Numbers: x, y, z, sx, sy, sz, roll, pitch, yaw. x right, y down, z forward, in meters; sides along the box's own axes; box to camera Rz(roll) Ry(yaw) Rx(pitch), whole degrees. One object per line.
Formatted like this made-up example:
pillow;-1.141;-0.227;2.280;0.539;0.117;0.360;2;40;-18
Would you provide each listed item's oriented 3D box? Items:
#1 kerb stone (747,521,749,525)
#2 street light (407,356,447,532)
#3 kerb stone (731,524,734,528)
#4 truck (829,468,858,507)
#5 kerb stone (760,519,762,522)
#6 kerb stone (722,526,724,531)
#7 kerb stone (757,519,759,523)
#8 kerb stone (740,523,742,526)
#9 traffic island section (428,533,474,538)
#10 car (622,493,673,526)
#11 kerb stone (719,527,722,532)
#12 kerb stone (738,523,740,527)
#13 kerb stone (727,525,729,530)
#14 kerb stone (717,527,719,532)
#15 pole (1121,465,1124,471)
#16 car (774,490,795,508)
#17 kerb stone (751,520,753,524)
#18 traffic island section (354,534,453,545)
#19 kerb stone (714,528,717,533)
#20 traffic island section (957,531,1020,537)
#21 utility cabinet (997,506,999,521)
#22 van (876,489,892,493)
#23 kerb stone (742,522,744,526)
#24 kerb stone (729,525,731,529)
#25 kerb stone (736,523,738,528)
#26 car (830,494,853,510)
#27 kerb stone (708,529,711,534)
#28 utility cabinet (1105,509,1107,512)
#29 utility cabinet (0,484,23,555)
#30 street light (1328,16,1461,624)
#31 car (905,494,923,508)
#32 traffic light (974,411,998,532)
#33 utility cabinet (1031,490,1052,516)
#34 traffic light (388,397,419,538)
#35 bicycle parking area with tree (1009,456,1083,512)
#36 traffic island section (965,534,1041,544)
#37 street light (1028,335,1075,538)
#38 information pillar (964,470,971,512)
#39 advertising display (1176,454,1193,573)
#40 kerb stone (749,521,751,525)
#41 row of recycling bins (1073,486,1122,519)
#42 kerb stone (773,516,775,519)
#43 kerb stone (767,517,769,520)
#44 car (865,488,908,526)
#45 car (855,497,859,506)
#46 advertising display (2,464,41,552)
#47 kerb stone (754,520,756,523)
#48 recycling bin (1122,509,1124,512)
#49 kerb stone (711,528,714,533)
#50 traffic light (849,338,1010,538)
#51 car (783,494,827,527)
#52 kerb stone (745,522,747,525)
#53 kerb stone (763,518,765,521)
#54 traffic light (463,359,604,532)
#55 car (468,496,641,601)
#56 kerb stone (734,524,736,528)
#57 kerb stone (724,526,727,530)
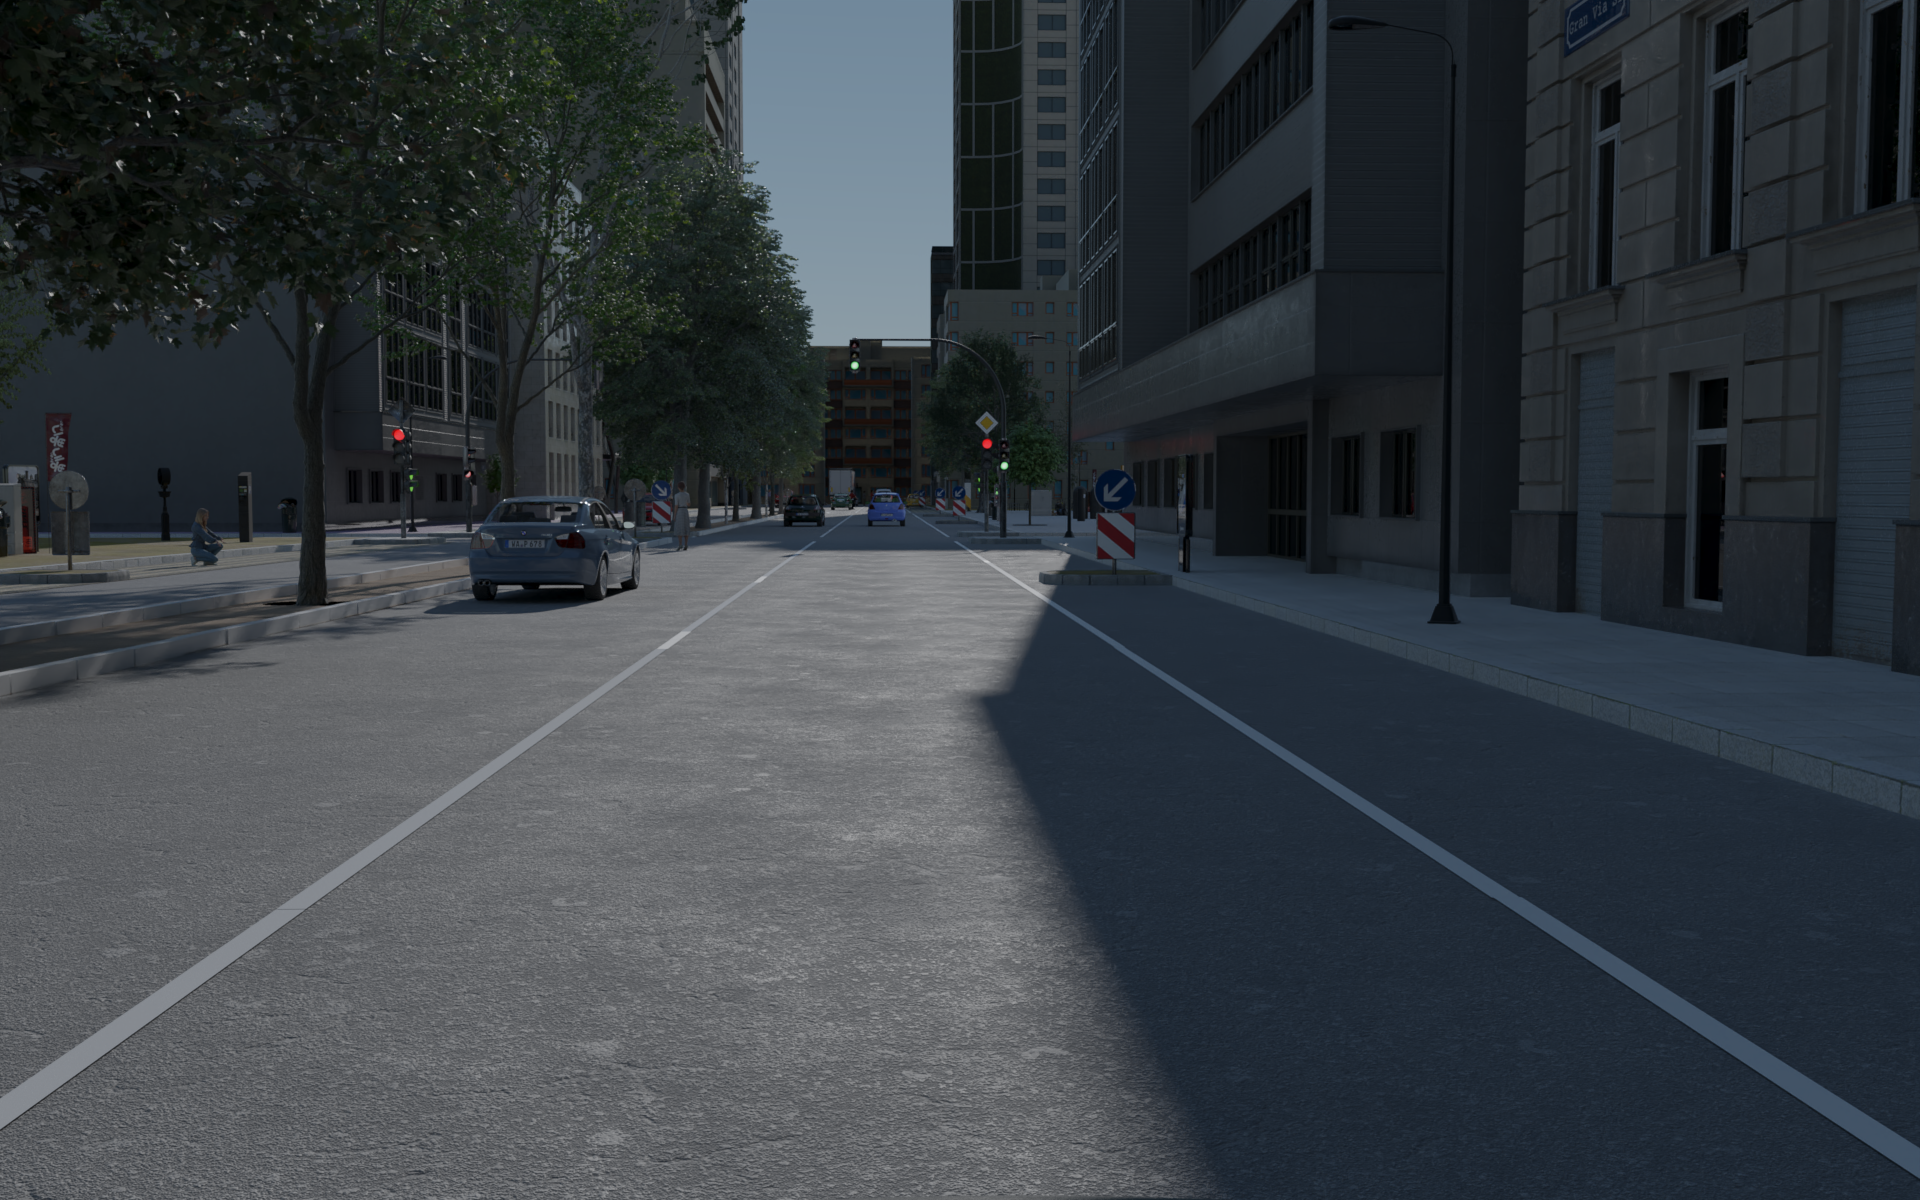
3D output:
kerb stone;-9.842;-3.471;78.996;0.120;0.150;1.000;0;4;-3
street light;-17.931;-5.244;58.288;1.470;5.913;1.316;0;4;-3
kerb stone;-9.464;-2.974;70.816;0.120;0.150;1.000;0;4;-3
truck;-13.087;-12.558;194.241;2.839;4.237;11.283;0;4;-1
kerb stone;-10.200;-3.975;87.183;0.120;0.150;1.000;0;4;-3
kerb stone;-9.283;-2.723;66.715;0.120;0.150;1.000;0;4;-3
kerb stone;-10.117;-3.844;85.135;0.120;0.150;1.000;0;4;-3
kerb stone;-9.649;-3.224;74.905;0.120;0.150;1.000;0;4;-3
traffic island section;-16.497;-2.195;58.161;2.009;0.180;2.903;0;4;-3
car;-14.345;-4.318;79.642;2.155;1.783;4.494;0;4;-1
kerb stone;-9.234;-2.660;65.694;0.120;0.150;1.000;0;4;-3
kerb stone;-9.604;-3.161;73.883;0.120;0.150;1.000;0;4;-3
kerb stone;-9.369;-2.849;68.769;0.120;0.150;1.000;0;4;-3
kerb stone;-9.186;-2.598;64.673;0.120;0.150;1.000;0;4;-3
pole;11.525;-7.907;123.128;0.158;3.312;0.155;0;3;0
car;-17.818;-10.316;177.337;2.281;1.827;5.304;0;4;-2
kerb stone;-9.922;-3.594;81.046;0.120;0.150;1.000;0;4;-3
traffic island section;-16.137;-1.707;50.184;2.009;0.180;2.903;0;4;-3
kerb stone;-9.147;-2.535;63.648;0.120;0.150;1.000;0;4;-3
traffic island section;0.927;-2.242;58.938;2.009;0.180;2.903;0;4;-3
utility cabinet;1.966;-4.463;81.647;0.318;1.500;1.173;1;4;11
van;-6.590;-8.714;149.488;2.013;2.044;4.112;0;4;-3
kerb stone;-9.690;-3.287;75.932;0.120;0.150;1.000;0;4;-3
kerb stone;-9.416;-2.911;69.794;0.120;0.150;1.000;0;4;-3
kerb stone;-9.548;-3.097;72.863;0.120;0.150;1.000;0;4;-3
car;-10.647;-8.800;155.675;2.131;1.459;4.920;0;4;-2
kerb stone;-9.047;-2.405;61.596;0.120;0.150;1.000;0;4;-3
utility cabinet;7.553;-4.987;92.692;1.020;1.237;0.306;-2;4;-25
utility cabinet;-20.288;-1.685;36.229;1.173;1.500;0.318;0;4;1
street light;4.273;-2.721;17.026;1.470;5.913;1.316;0;4;-3
car;-4.788;-10.480;181.564;2.015;1.641;3.980;0;4;-3
traffic light;0.887;-4.275;58.823;0.839;4.253;0.868;0;4;-3
utility cabinet;4.714;-5.607;100.345;1.173;1.500;0.318;0;4;0
traffic light;-16.097;-3.739;50.051;0.839;4.253;0.868;0;4;-3
bicycle parking area with tree;6.453;-8.774;130.460;8.231;4.147;9.016;2;4;35
traffic island section;1.287;-1.754;50.961;2.009;0.180;2.903;0;4;-3
street light;2.682;-4.792;50.897;1.470;5.913;1.316;0;4;-3
information pillar;0.573;-8.272;126.603;0.504;3.616;0.183;-2;4;-24
advertising display;3.698;-1.425;28.516;0.123;1.923;0.974;0;4;-2
kerb stone;-9.878;-3.536;80.025;0.120;0.150;1.000;0;4;-3
row of recycling bins;7.558;-5.017;89.146;3.534;1.692;1.069;1;4;8
kerb stone;-10.664;-4.602;97.433;0.120;0.150;1.000;0;4;-3
kerb stone;-10.427;-4.289;92.312;0.120;0.150;1.000;0;4;-3
car;-3.313;-4.179;77.910;1.945;1.707;3.694;0;4;-3
car;-13.098;-11.909;207.075;2.083;1.381;4.827;0;4;-3
advertising display;-20.586;-2.006;38.017;0.123;1.923;0.974;1;4;11
kerb stone;-10.017;-3.723;83.088;0.120;0.150;1.000;0;4;-3
recycling bin;9.686;-5.278;98.845;0.722;1.027;0.722;2;4;33
kerb stone;-9.098;-2.472;62.617;0.120;0.150;1.000;0;4;-3
traffic light;-0.840;-4.645;50.611;4.771;5.953;1.251;0;4;-3
car;-6.943;-4.133;77.360;2.009;1.686;4.222;0;4;-2
kerb stone;-9.785;-3.408;77.975;0.120;0.150;1.000;0;4;-3
kerb stone;-10.288;-4.099;89.238;0.120;0.150;1.000;0;4;-3
traffic light;-14.370;-5.106;58.157;4.771;5.953;1.251;0;4;-3
car;-5.698;-0.771;24.616;2.014;1.417;4.499;0;4;-1
kerb stone;-9.518;-3.036;71.840;0.120;0.150;1.000;0;4;-3
kerb stone;-9.330;-2.785;67.736;0.120;0.150;1.000;0;4;-3
